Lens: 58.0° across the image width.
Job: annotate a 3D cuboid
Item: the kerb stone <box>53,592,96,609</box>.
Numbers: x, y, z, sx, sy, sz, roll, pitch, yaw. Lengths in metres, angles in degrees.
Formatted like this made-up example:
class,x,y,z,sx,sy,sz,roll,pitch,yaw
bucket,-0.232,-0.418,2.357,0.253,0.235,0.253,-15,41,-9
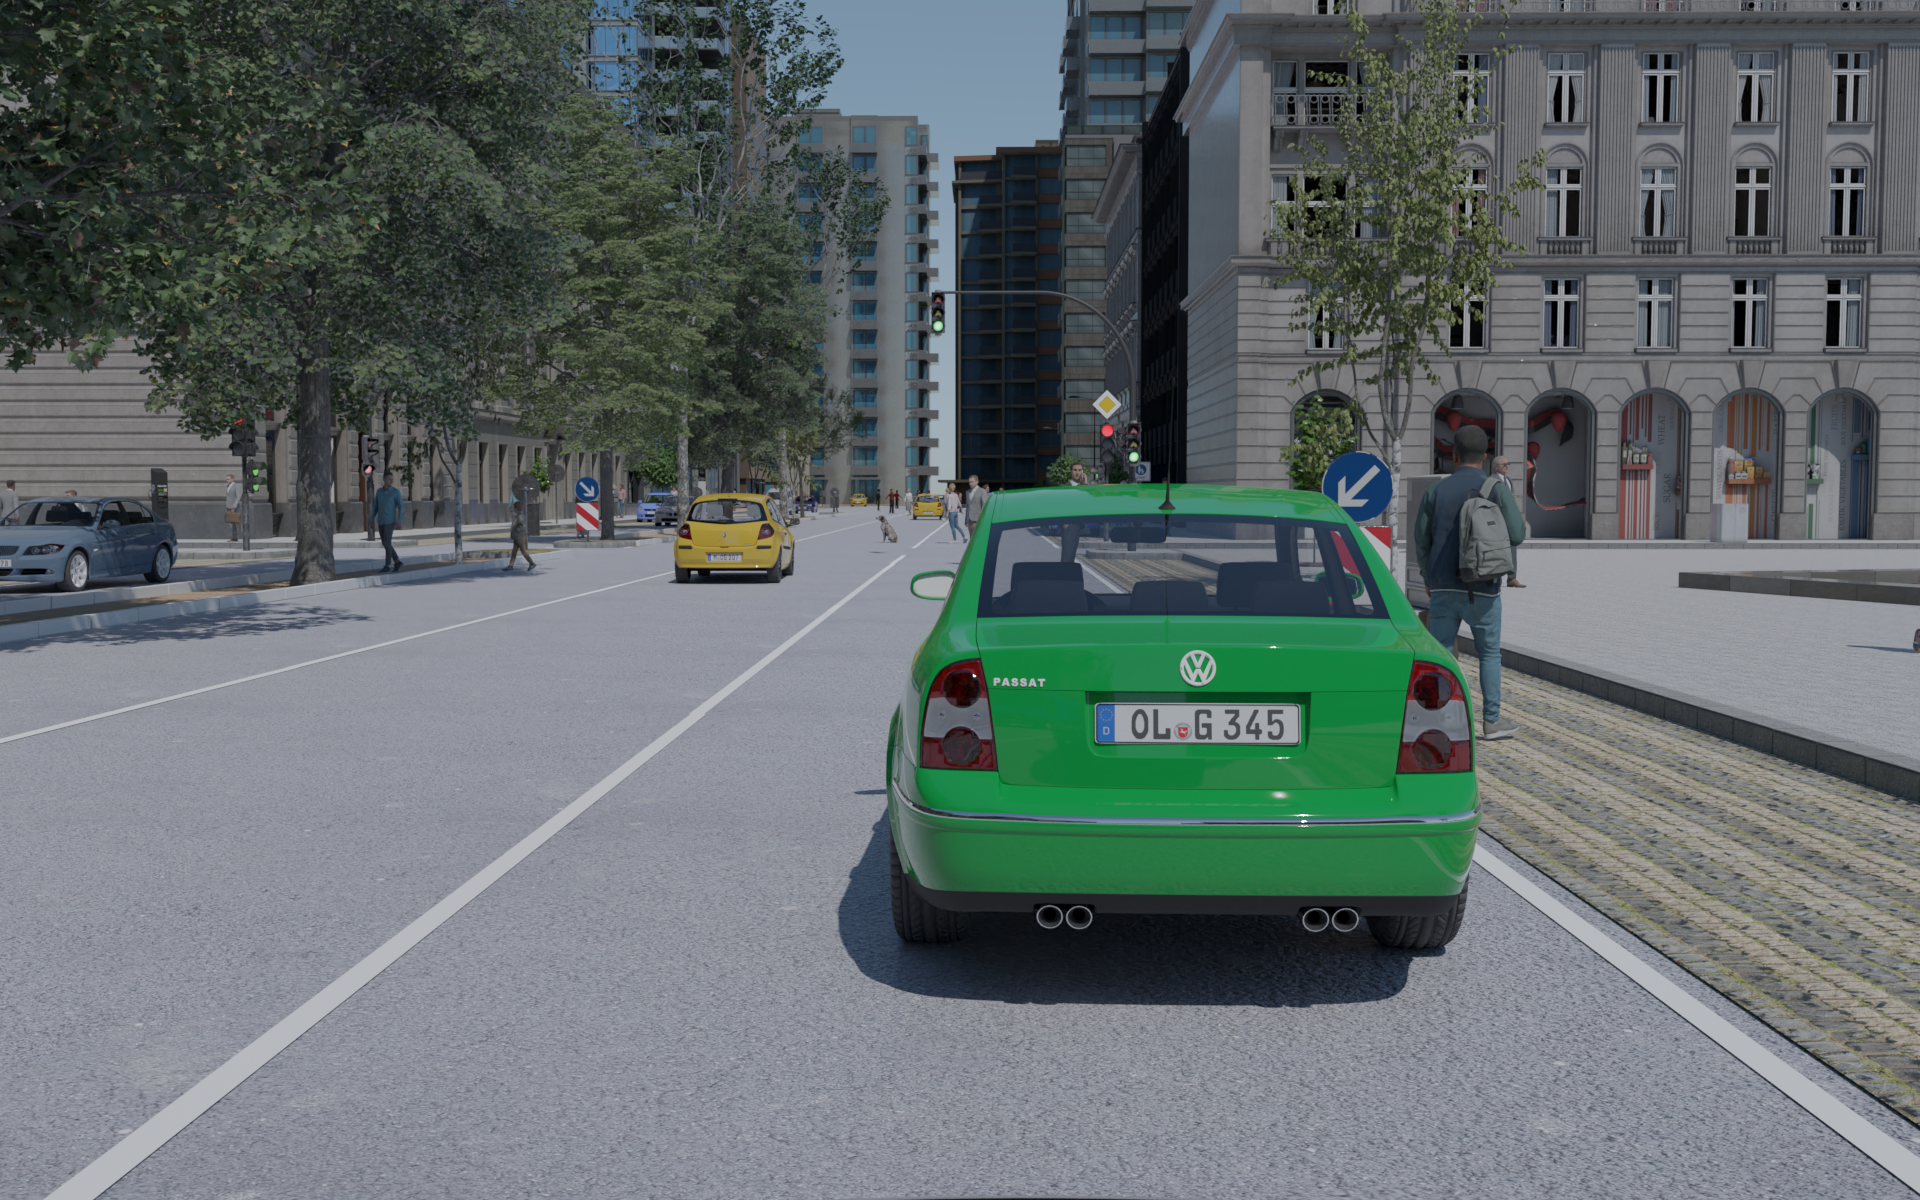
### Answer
class,x,y,z,sx,sy,sz,roll,pitch,yaw
kerb stone,-11.318,0.012,21.995,0.120,0.150,1.000,0,4,1

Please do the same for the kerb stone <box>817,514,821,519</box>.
class,x,y,z,sx,sy,sz,roll,pitch,yaw
kerb stone,-8.167,-4.660,98.386,0.120,0.150,1.000,0,4,1

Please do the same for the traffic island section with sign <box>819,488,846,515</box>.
class,x,y,z,sx,sy,sz,roll,pitch,yaw
traffic island section with sign,-8.879,-6.958,121.895,2.006,1.907,1.989,0,4,1

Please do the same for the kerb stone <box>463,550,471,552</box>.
class,x,y,z,sx,sy,sz,roll,pitch,yaw
kerb stone,-11.095,-0.990,38.387,0.120,0.150,1.000,0,4,1

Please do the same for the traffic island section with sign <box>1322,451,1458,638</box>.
class,x,y,z,sx,sy,sz,roll,pitch,yaw
traffic island section with sign,3.573,-0.497,16.754,1.989,1.847,2.006,0,4,1

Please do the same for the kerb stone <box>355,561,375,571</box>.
class,x,y,z,sx,sy,sz,roll,pitch,yaw
kerb stone,-11.176,-0.614,32.236,0.120,0.150,1.000,0,4,1

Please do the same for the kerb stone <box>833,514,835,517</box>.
class,x,y,z,sx,sy,sz,roll,pitch,yaw
kerb stone,-8.035,-5.223,107.622,0.120,0.150,1.000,0,4,1

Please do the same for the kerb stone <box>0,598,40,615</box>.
class,x,y,z,sx,sy,sz,roll,pitch,yaw
kerb stone,-11.339,0.075,20.969,0.120,0.150,1.000,0,4,1

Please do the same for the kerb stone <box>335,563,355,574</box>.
class,x,y,z,sx,sy,sz,roll,pitch,yaw
kerb stone,-11.187,-0.552,31.214,0.120,0.150,1.000,0,4,1

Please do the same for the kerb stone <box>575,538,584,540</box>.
class,x,y,z,sx,sy,sz,roll,pitch,yaw
kerb stone,-10.936,-1.648,49.187,0.120,0.150,1.000,0,4,1

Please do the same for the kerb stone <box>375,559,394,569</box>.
class,x,y,z,sx,sy,sz,roll,pitch,yaw
kerb stone,-11.162,-0.676,33.269,0.120,0.150,1.000,0,4,1

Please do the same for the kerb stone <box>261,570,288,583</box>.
class,x,y,z,sx,sy,sz,roll,pitch,yaw
kerb stone,-11.224,-0.363,28.139,0.120,0.150,1.000,0,4,1

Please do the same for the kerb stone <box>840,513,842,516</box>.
class,x,y,z,sx,sy,sz,roll,pitch,yaw
kerb stone,-7.961,-5.538,112.748,0.120,0.150,1.000,0,4,1

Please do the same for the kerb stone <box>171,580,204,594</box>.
class,x,y,z,sx,sy,sz,roll,pitch,yaw
kerb stone,-11.272,-0.176,25.069,0.120,0.150,1.000,0,4,1

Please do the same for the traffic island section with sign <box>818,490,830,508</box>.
class,x,y,z,sx,sy,sz,roll,pitch,yaw
traffic island section with sign,-13.944,-10.255,176.291,1.989,1.847,2.006,0,4,1

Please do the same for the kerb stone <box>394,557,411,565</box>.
class,x,y,z,sx,sy,sz,roll,pitch,yaw
kerb stone,-11.149,-0.739,34.294,0.120,0.150,1.000,0,4,1

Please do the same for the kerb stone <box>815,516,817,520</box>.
class,x,y,z,sx,sy,sz,roll,pitch,yaw
kerb stone,-8.191,-4.535,96.336,0.120,0.150,1.000,0,4,1

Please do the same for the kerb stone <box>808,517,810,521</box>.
class,x,y,z,sx,sy,sz,roll,pitch,yaw
kerb stone,-8.240,-4.284,92.234,0.120,0.150,1.000,0,4,1

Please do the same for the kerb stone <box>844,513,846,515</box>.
class,x,y,z,sx,sy,sz,roll,pitch,yaw
kerb stone,-7.918,-5.726,115.819,0.120,0.150,1.000,0,4,1

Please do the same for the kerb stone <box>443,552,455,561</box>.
class,x,y,z,sx,sy,sz,roll,pitch,yaw
kerb stone,-11.111,-0.922,37.363,0.120,0.150,1.000,0,4,1

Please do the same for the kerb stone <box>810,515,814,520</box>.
class,x,y,z,sx,sy,sz,roll,pitch,yaw
kerb stone,-8.216,-4.408,94.286,0.120,0.150,1.000,0,4,1

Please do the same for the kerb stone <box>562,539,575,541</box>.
class,x,y,z,sx,sy,sz,roll,pitch,yaw
kerb stone,-10.962,-1.583,48.161,0.120,0.150,1.000,0,4,1

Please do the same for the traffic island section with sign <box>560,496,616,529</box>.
class,x,y,z,sx,sy,sz,roll,pitch,yaw
traffic island section with sign,-15.387,-3.868,71.877,1.989,1.847,2.006,0,4,1

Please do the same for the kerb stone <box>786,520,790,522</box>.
class,x,y,z,sx,sy,sz,roll,pitch,yaw
kerb stone,-8.352,-3.843,85.053,0.120,0.150,1.000,0,4,1

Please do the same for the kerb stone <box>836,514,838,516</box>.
class,x,y,z,sx,sy,sz,roll,pitch,yaw
kerb stone,-8.003,-5.348,109.674,0.120,0.150,1.000,0,4,1

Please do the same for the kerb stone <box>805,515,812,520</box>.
class,x,y,z,sx,sy,sz,roll,pitch,yaw
kerb stone,-8.232,-4.342,93.264,0.120,0.150,1.000,0,4,1

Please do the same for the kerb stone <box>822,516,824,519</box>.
class,x,y,z,sx,sy,sz,roll,pitch,yaw
kerb stone,-8.139,-4.782,100.436,0.120,0.150,1.000,0,4,1

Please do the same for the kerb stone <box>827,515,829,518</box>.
class,x,y,z,sx,sy,sz,roll,pitch,yaw
kerb stone,-8.095,-4.974,103.525,0.120,0.150,1.000,0,4,1

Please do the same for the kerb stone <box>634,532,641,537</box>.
class,x,y,z,sx,sy,sz,roll,pitch,yaw
kerb stone,-10.830,-2.153,57.391,0.120,0.150,1.000,0,4,1

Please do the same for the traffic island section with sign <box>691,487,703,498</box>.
class,x,y,z,sx,sy,sz,roll,pitch,yaw
traffic island section with sign,-15.015,-5.517,98.829,1.989,1.847,2.006,0,4,1

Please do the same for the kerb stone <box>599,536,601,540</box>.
class,x,y,z,sx,sy,sz,roll,pitch,yaw
kerb stone,-10.897,-1.839,52.258,0.120,0.150,1.000,0,4,1

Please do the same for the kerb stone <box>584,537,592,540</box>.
class,x,y,z,sx,sy,sz,roll,pitch,yaw
kerb stone,-10.924,-1.714,50.214,0.120,0.150,1.000,0,4,1

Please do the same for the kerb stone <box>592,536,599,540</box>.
class,x,y,z,sx,sy,sz,roll,pitch,yaw
kerb stone,-10.913,-1.776,51.236,0.120,0.150,1.000,0,4,1

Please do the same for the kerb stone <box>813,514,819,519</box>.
class,x,y,z,sx,sy,sz,roll,pitch,yaw
kerb stone,-8.177,-4.593,97.364,0.120,0.150,1.000,0,4,1

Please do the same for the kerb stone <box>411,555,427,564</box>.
class,x,y,z,sx,sy,sz,roll,pitch,yaw
kerb stone,-11.136,-0.799,35.319,0.120,0.150,1.000,0,4,1

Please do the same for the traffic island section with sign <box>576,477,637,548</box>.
class,x,y,z,sx,sy,sz,roll,pitch,yaw
traffic island section with sign,-9.911,-2.363,46.764,2.006,1.907,1.989,0,4,1

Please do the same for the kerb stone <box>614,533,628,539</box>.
class,x,y,z,sx,sy,sz,roll,pitch,yaw
kerb stone,-10.860,-2.027,55.329,0.120,0.150,1.000,0,4,1

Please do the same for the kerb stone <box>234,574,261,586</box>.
class,x,y,z,sx,sy,sz,roll,pitch,yaw
kerb stone,-11.253,-0.301,27.117,0.120,0.150,1.000,0,4,1

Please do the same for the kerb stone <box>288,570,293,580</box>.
class,x,y,z,sx,sy,sz,roll,pitch,yaw
kerb stone,-11.224,-0.426,29.168,0.120,0.150,1.000,0,4,1

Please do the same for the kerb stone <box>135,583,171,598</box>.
class,x,y,z,sx,sy,sz,roll,pitch,yaw
kerb stone,-11.290,-0.112,24.046,0.120,0.150,1.000,0,4,1

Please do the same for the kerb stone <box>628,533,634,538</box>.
class,x,y,z,sx,sy,sz,roll,pitch,yaw
kerb stone,-10.851,-2.090,56.364,0.120,0.150,1.000,0,4,1

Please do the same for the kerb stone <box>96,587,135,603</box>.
class,x,y,z,sx,sy,sz,roll,pitch,yaw
kerb stone,-11.306,-0.050,23.022,0.120,0.150,1.000,0,4,1

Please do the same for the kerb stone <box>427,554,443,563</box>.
class,x,y,z,sx,sy,sz,roll,pitch,yaw
kerb stone,-11.116,-0.861,36.341,0.120,0.150,1.000,0,4,1

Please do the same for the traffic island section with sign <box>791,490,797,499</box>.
class,x,y,z,sx,sy,sz,roll,pitch,yaw
traffic island section with sign,-14.320,-8.589,149.051,1.989,1.847,2.006,0,4,1

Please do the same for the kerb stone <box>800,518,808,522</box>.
class,x,y,z,sx,sy,sz,roll,pitch,yaw
kerb stone,-8.259,-4.221,91.212,0.120,0.150,1.000,0,4,1

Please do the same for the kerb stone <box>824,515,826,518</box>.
class,x,y,z,sx,sy,sz,roll,pitch,yaw
kerb stone,-8.125,-4.848,101.465,0.120,0.150,1.000,0,4,1

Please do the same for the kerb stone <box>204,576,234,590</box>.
class,x,y,z,sx,sy,sz,roll,pitch,yaw
kerb stone,-11.258,-0.238,26.095,0.120,0.150,1.000,0,4,1

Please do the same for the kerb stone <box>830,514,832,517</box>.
class,x,y,z,sx,sy,sz,roll,pitch,yaw
kerb stone,-8.065,-5.098,105.577,0.120,0.150,1.000,0,4,1
